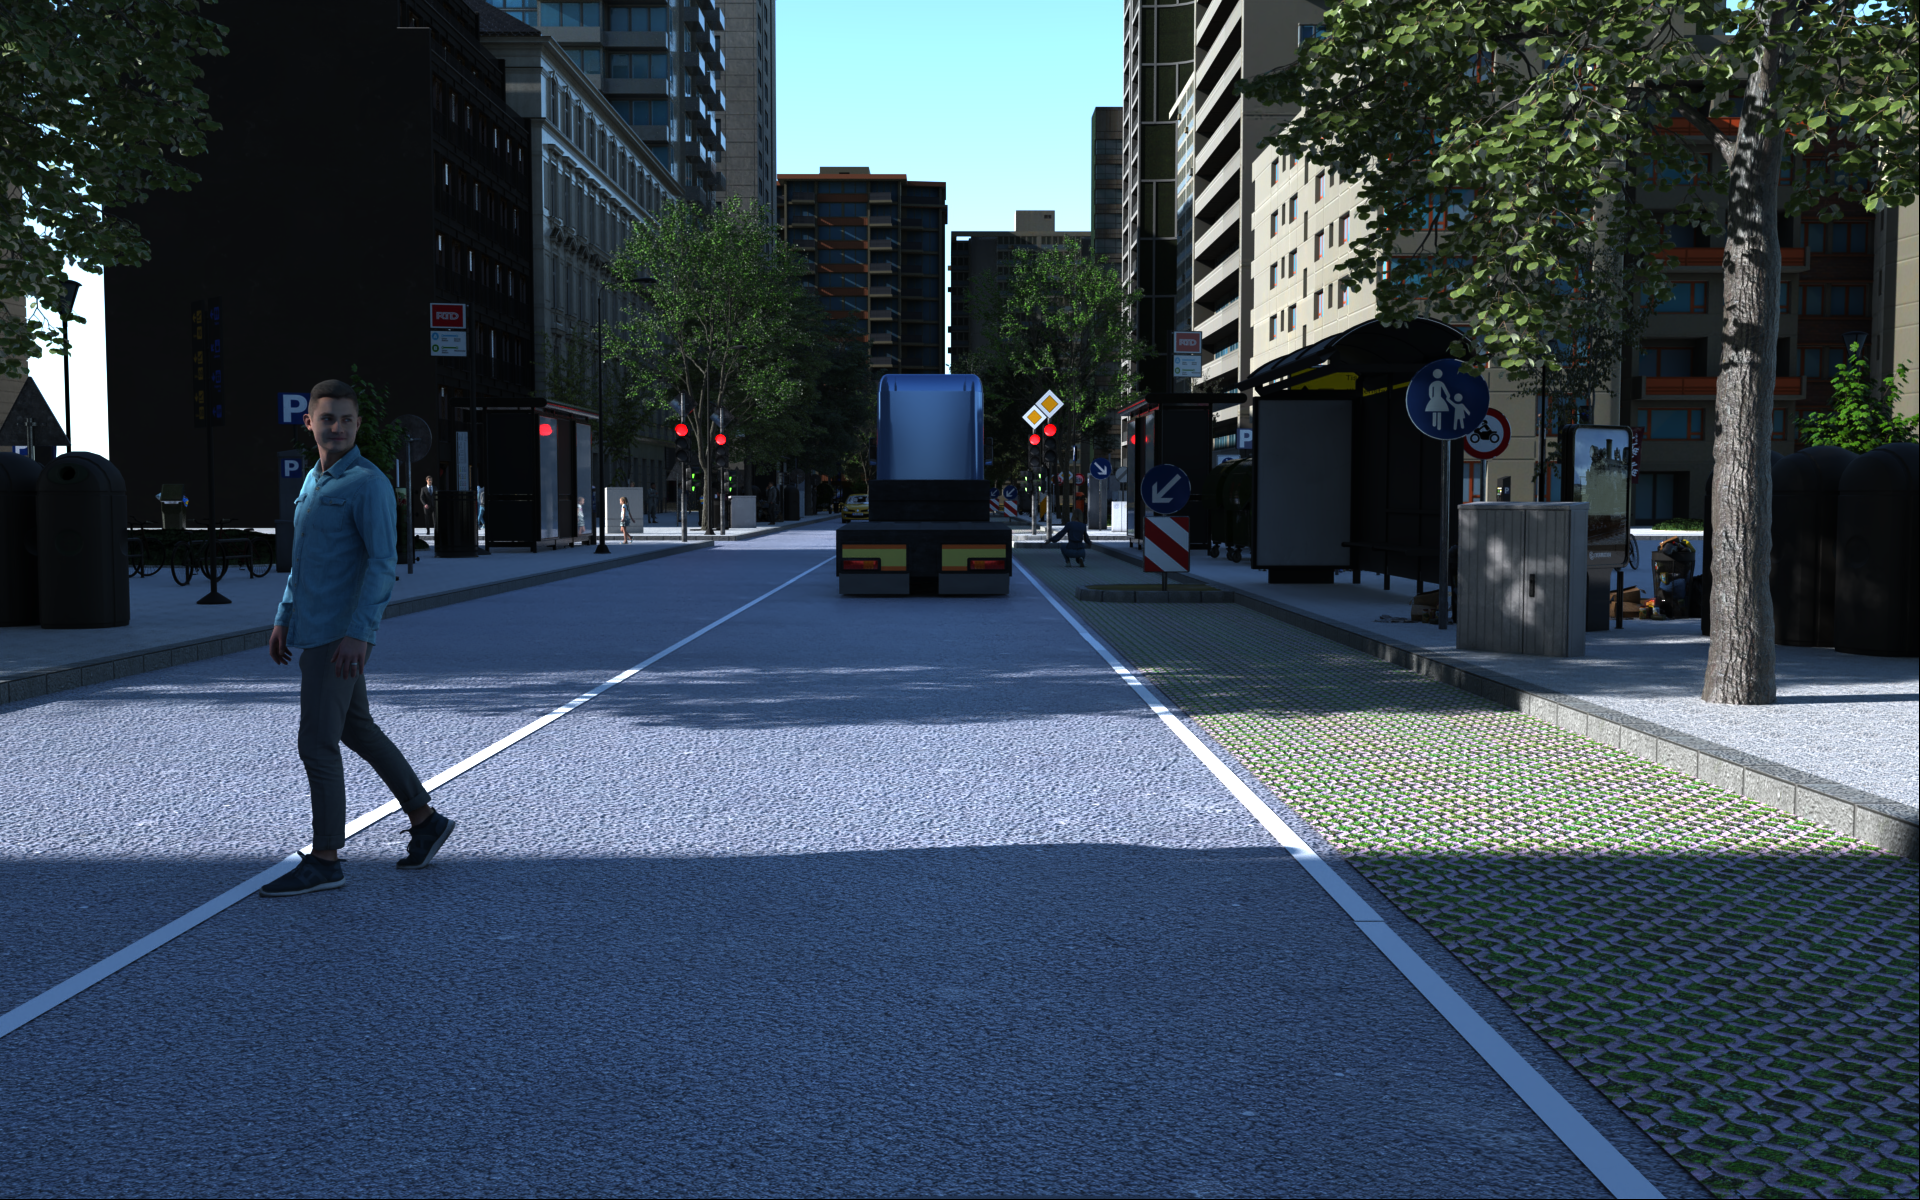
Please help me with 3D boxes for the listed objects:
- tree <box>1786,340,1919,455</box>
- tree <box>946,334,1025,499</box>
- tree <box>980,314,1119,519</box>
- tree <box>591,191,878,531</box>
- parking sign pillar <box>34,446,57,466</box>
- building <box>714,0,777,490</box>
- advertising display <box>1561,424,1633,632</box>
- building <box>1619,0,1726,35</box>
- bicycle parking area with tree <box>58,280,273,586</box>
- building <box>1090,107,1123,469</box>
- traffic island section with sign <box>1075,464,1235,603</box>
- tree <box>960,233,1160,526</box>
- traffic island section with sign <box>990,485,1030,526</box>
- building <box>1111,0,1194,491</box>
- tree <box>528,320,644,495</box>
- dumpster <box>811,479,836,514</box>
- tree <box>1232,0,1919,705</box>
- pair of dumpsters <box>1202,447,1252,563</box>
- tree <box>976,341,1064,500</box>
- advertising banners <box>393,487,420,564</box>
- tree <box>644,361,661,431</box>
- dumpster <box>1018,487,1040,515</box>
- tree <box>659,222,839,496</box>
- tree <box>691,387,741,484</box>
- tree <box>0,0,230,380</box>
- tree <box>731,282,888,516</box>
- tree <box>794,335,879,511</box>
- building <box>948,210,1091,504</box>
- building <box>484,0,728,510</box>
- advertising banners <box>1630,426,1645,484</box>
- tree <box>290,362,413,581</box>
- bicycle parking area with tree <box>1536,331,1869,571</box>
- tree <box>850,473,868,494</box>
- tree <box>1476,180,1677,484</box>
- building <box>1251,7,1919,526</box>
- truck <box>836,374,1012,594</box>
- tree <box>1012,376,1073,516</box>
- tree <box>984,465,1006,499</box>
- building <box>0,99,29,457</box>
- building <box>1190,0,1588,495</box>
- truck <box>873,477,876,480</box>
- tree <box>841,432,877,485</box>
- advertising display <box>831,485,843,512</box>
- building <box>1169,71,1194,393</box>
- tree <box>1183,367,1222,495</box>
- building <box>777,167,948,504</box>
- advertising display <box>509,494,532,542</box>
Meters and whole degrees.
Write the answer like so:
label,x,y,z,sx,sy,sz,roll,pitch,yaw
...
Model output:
label,x,y,z,sx,sy,sz,roll,pitch,yaw
tree,11.244,-1.671,21.930,1.663,3.219,1.824,0,3,0
tree,5.025,-21.255,203.408,12.611,20.169,13.585,0,3,0
tree,4.862,-9.517,90.016,7.601,10.594,8.767,2,4,24
tree,-8.895,-8.233,60.373,9.928,11.665,9.643,0,3,0
parking sign pillar,-24.342,-3.525,46.101,1.447,3.967,1.447,-2,4,-23
building,-30.386,-45.499,182.153,20.611,71.187,20.563,0,4,0
advertising display,5.947,-0.672,16.204,0.974,1.923,0.123,-3,4,-37
building,63.102,-39.287,184.337,28.212,58.520,21.231,0,4,0
bicycle parking area with tree,-14.618,-2.228,23.427,8.231,4.147,9.016,1,4,20
building,20.910,-30.742,186.228,14.154,41.232,14.086,0,4,0
traffic island section with sign,2.600,-0.915,23.596,1.989,1.847,2.006,0,4,0
tree,4.191,-8.861,70.626,9.928,11.665,9.643,0,3,0
traffic island section with sign,2.171,-4.315,79.184,1.989,1.847,2.006,0,4,0
building,24.784,-44.619,167.769,20.563,71.187,20.611,0,4,0
tree,-16.784,-7.578,74.259,4.737,8.622,4.395,0,3,0
dumpster,-8.782,-6.641,111.068,1.502,2.255,1.985,0,4,0
tree,5.073,-5.620,10.007,7.486,12.596,7.792,0,3,0
pair of dumpsters,5.662,-1.849,32.721,1.574,2.255,4.437,0,4,0
tree,4.273,-14.227,139.273,9.857,13.997,8.962,0,3,0
advertising banners,-10.539,-2.132,31.053,0.090,3.025,2.074,2,4,30
tree,-16.443,-8.197,84.387,4.737,8.622,4.395,0,3,0
dumpster,4.227,-6.117,105.768,1.264,1.857,1.865,0,4,0
tree,-8.980,-9.486,73.229,7.486,12.596,7.792,0,3,0
tree,-16.495,-10.013,114.081,4.360,8.622,3.978,0,3,0
tree,-8.253,-5.723,11.700,7.486,12.596,7.792,0,3,0
tree,-9.144,-12.014,103.081,9.857,13.997,8.962,0,3,0
tree,-9.562,-13.318,128.116,12.009,13.543,11.850,0,3,0
building,10.296,-33.520,239.924,23.993,40.220,32.217,0,4,0
building,-31.663,-32.113,144.663,23.786,49.044,30.456,0,4,0
advertising banners,16.861,-3.012,45.435,2.074,3.025,0.090,3,4,37
tree,-8.975,-1.890,25.498,1.663,3.219,1.824,0,3,0
bicycle parking area with tree,13.378,-2.725,31.552,8.231,4.147,9.016,2,4,30
tree,-9.201,-10.076,159.340,1.663,3.219,1.824,0,3,0
tree,14.540,-5.527,40.729,4.360,8.622,3.978,0,3,0
building,29.804,-14.197,77.165,28.899,21.520,27.650,0,4,0
truck,-0.602,-2.650,33.082,2.967,4.110,18.799,0,4,-1
tree,4.545,-9.131,99.659,4.360,8.622,3.978,0,3,0
tree,3.513,-12.460,187.438,4.285,4.588,4.351,0,3,0
building,-53.355,-16.718,70.606,25.104,27.353,12.463,0,4,0
building,27.448,-29.979,113.858,21.300,48.544,21.600,0,4,0
truck,-5.684,-9.474,150.830,3.469,3.379,9.791,0,4,0
tree,-10.347,-17.608,204.892,9.611,12.733,9.660,0,3,0
advertising display,-8.791,-7.192,122.801,0.974,1.923,0.123,-1,4,-19
building,31.313,-27.769,145.910,32.217,40.220,23.993,0,4,0
tree,13.518,-9.202,100.817,4.360,8.622,3.978,0,3,0
building,-16.093,-35.461,234.406,28.867,44.769,22.147,0,4,0
advertising display,-11.280,-2.418,44.745,0.974,1.923,0.123,2,4,35
